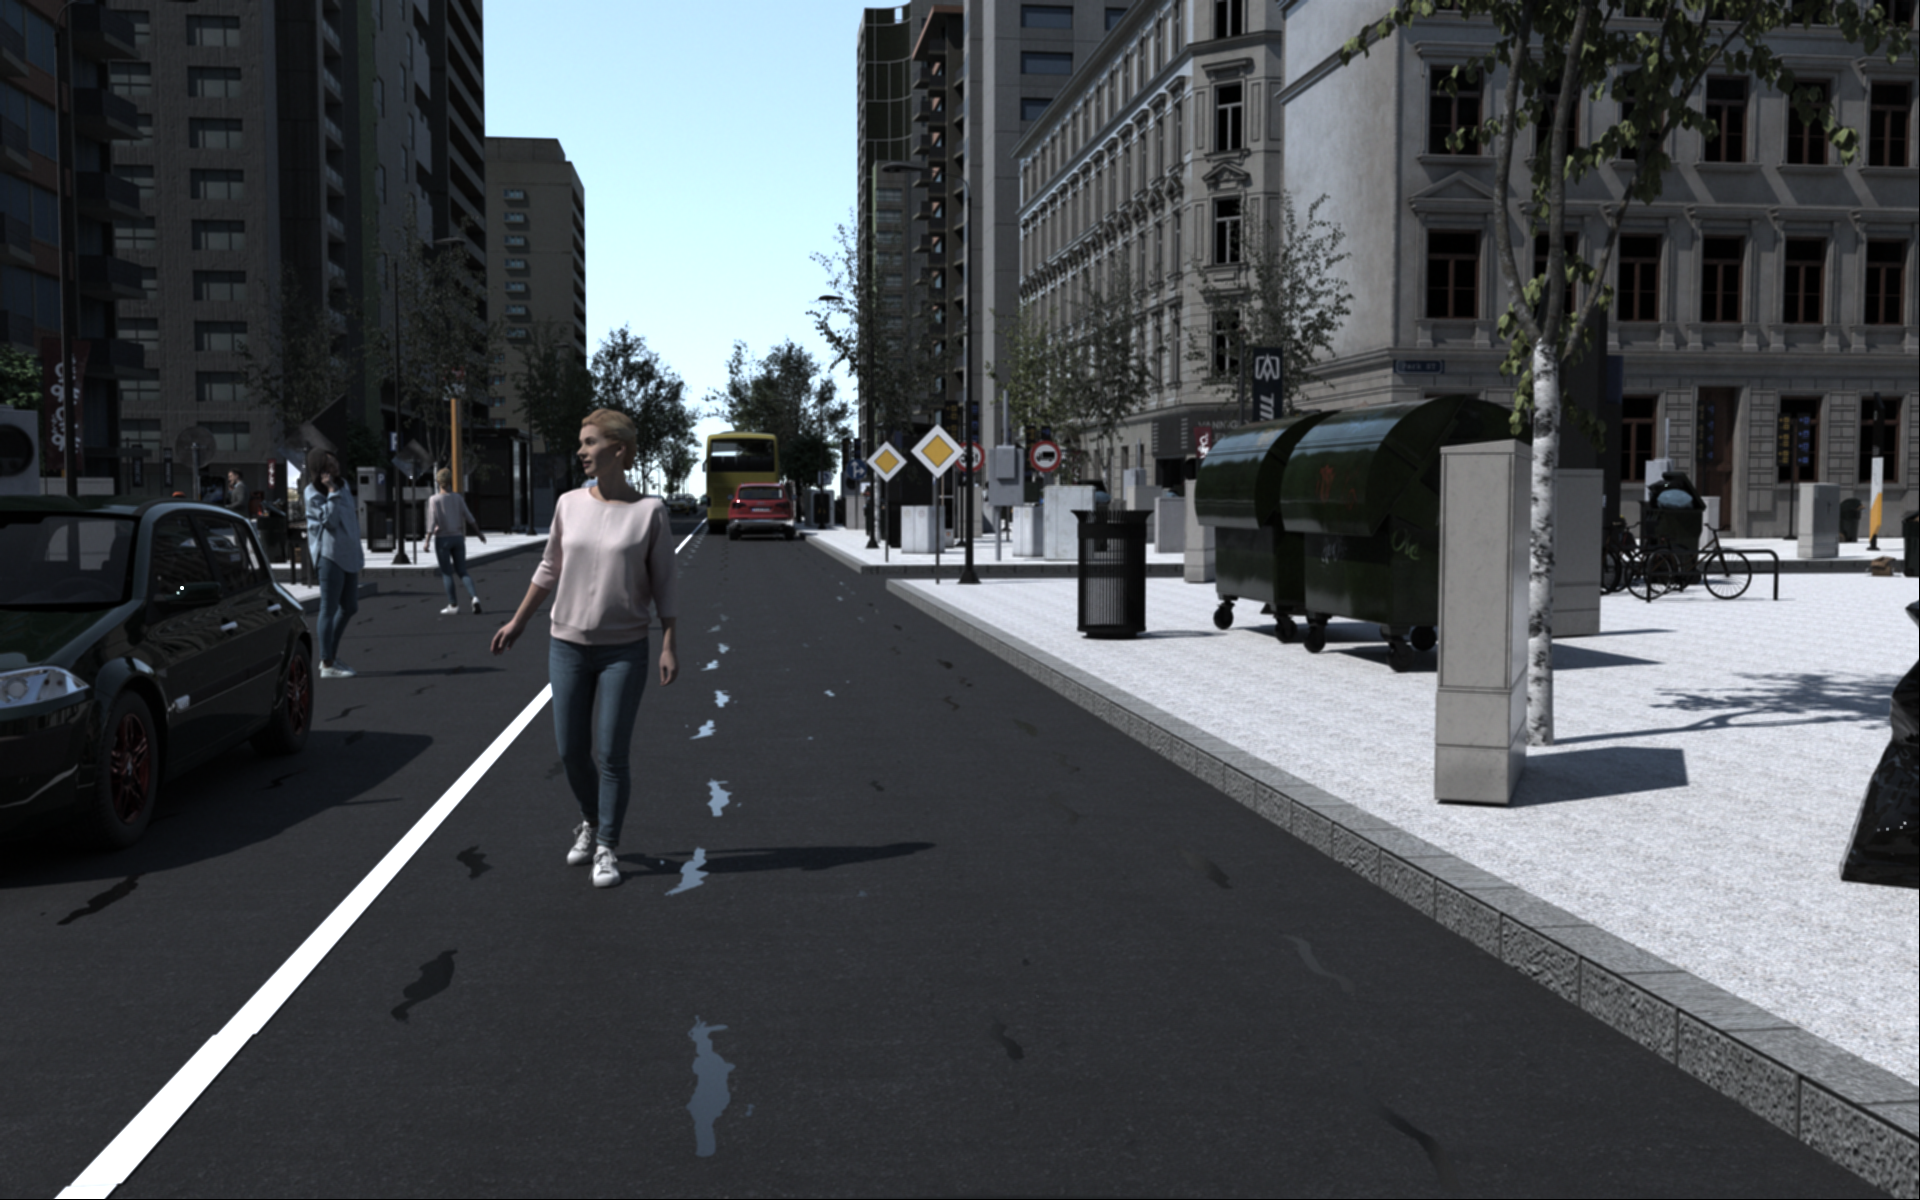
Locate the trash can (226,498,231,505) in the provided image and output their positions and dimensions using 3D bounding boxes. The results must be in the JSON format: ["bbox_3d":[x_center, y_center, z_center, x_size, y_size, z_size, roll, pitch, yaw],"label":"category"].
[{"bbox_3d":[-27.730,-3.278,65.253,0.748,1.137,0.748,0,3,0],"label":"trash can"}]

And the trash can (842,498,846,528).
[{"bbox_3d":[-4.153,-3.317,65.878,0.748,1.137,0.748,0,3,0],"label":"trash can"}]

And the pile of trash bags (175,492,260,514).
[{"bbox_3d":[-29.423,-3.664,69.665,1.912,1.369,3.447,1,4,17],"label":"pile of trash bags"}]

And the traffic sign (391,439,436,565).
[{"bbox_3d":[-9.899,-1.698,31.411,0.795,2.450,0.064,0,4,-8],"label":"traffic sign"}]

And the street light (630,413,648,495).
[{"bbox_3d":[-18.883,-7.771,99.598,1.470,5.913,1.316,0,4,-8],"label":"street light"}]

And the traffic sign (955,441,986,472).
[{"bbox_3d":[0.225,-2.523,41.353,0.768,2.556,0.104,0,4,-2],"label":"traffic sign"}]

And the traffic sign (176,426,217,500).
[{"bbox_3d":[-14.279,-1.974,32.387,0.768,2.556,0.104,0,4,2],"label":"traffic sign"}]

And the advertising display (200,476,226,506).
[{"bbox_3d":[-27.373,-3.563,63.475,0.974,1.923,0.123,1,4,12],"label":"advertising display"}]

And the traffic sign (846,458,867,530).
[{"bbox_3d":[-3.709,-3.791,62.087,0.768,2.556,0.104,0,4,-7],"label":"traffic sign"}]

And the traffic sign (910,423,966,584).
[{"bbox_3d":[-0.320,-1.282,24.610,0.795,2.450,0.064,0,4,-8],"label":"traffic sign"}]

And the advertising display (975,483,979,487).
[{"bbox_3d":[0.599,-5.593,96.659,0.974,1.923,0.123,0,4,2],"label":"advertising display"}]

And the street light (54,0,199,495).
[{"bbox_3d":[-7.659,-2.654,15.941,1.470,5.913,1.316,0,4,-8],"label":"street light"}]

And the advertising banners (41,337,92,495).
[{"bbox_3d":[-10.582,-1.394,18.984,2.074,3.025,0.090,-3,5,-43],"label":"advertising banners"}]

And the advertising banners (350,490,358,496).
[{"bbox_3d":[-22.170,-4.093,63.112,2.074,3.025,0.090,-2,4,-29],"label":"advertising banners"}]

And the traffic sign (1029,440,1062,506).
[{"bbox_3d":[1.998,-2.479,40.644,0.768,2.556,0.104,0,4,-7],"label":"traffic sign"}]

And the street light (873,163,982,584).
[{"bbox_3d":[-0.404,-3.181,24.544,1.470,5.913,1.316,0,4,-8],"label":"street light"}]

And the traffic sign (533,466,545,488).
[{"bbox_3d":[-19.400,-4.848,79.373,0.768,2.556,0.104,0,4,-2],"label":"traffic sign"}]

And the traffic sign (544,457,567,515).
[{"bbox_3d":[-13.854,-3.620,59.290,0.768,2.556,0.104,0,4,-7],"label":"traffic sign"}]

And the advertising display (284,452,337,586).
[{"bbox_3d":[-9.082,-1.164,24.253,0.974,1.923,0.123,2,4,32],"label":"advertising display"}]

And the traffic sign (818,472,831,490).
[{"bbox_3d":[-6.044,-4.609,77.480,0.606,2.300,0.079,0,4,-5],"label":"traffic sign"}]

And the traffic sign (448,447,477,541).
[{"bbox_3d":[-13.468,-2.865,46.949,0.768,2.556,0.104,0,4,-7],"label":"traffic sign"}]

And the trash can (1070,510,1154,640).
[{"bbox_3d":[1.355,-0.232,15.454,0.748,1.137,0.748,0,3,0],"label":"trash can"}]

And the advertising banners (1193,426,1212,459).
[{"bbox_3d":[6.911,-2.937,44.213,2.074,3.025,0.090,2,4,30],"label":"advertising banners"}]

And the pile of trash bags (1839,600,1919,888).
[{"bbox_3d":[4.397,0.290,5.006,1.912,1.369,3.447,-2,4,-29],"label":"pile of trash bags"}]

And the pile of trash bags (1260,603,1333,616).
[{"bbox_3d":[4.706,-0.598,19.535,1.912,1.369,3.447,2,4,28],"label":"pile of trash bags"}]

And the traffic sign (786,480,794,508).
[{"bbox_3d":[-8.910,-5.662,92.579,0.884,2.594,0.081,0,4,-7],"label":"traffic sign"}]

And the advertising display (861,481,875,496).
[{"bbox_3d":[-4.612,-5.065,88.031,0.974,1.923,0.123,1,4,13],"label":"advertising display"}]

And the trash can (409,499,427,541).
[{"bbox_3d":[-14.947,-2.185,47.377,0.748,1.137,0.748,0,3,0],"label":"trash can"}]

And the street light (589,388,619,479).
[{"bbox_3d":[-15.686,-6.337,76.152,1.470,5.913,1.316,0,4,-8],"label":"street light"}]

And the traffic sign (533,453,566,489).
[{"bbox_3d":[-20.571,-5.604,85.499,2.265,3.308,0.079,0,3,0],"label":"traffic sign"}]

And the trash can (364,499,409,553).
[{"bbox_3d":[-12.723,-1.616,38.082,0.748,1.137,0.748,0,3,0],"label":"trash can"}]

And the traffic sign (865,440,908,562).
[{"bbox_3d":[-1.377,-1.767,32.525,0.795,2.450,0.064,0,4,-8],"label":"traffic sign"}]

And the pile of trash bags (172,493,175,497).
[{"bbox_3d":[-34.192,-4.236,79.007,3.447,1.369,1.912,0,4,-2],"label":"pile of trash bags"}]

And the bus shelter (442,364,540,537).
[{"bbox_3d":[-15.222,-4.805,56.193,2.179,5.291,8.768,0,4,-8],"label":"bus shelter"}]

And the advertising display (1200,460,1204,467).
[{"bbox_3d":[4.881,-1.710,33.170,0.123,1.923,0.974,3,4,38],"label":"advertising display"}]

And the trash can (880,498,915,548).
[{"bbox_3d":[-1.437,-1.812,41.284,0.748,1.137,0.748,0,3,0],"label":"trash can"}]

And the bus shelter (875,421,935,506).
[{"bbox_3d":[-1.853,-4.055,57.576,1.731,3.624,6.357,0,4,-8],"label":"bus shelter"}]

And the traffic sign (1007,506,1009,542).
[{"bbox_3d":[1.291,-2.727,46.716,0.606,2.300,0.079,0,4,-7],"label":"traffic sign"}]

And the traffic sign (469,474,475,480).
[{"bbox_3d":[-17.890,-3.914,64.103,0.768,2.556,0.104,0,4,-1],"label":"traffic sign"}]

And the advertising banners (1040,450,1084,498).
[{"bbox_3d":[3.930,-4.395,68.052,2.074,3.025,0.090,-1,4,-21],"label":"advertising banners"}]

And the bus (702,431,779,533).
[{"bbox_3d":[-8.454,-4.585,66.512,2.896,3.916,12.252,-1,4,-8],"label":"bus"}]

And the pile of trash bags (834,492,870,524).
[{"bbox_3d":[-4.584,-4.017,75.425,1.912,1.369,3.447,1,4,20],"label":"pile of trash bags"}]

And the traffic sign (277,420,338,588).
[{"bbox_3d":[-8.841,-1.214,23.496,0.795,2.450,0.064,0,4,-8],"label":"traffic sign"}]

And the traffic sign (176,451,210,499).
[{"bbox_3d":[-15.103,-2.086,34.210,0.768,2.556,0.104,0,4,1],"label":"traffic sign"}]

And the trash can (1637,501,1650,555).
[{"bbox_3d":[14.761,-1.536,36.767,0.748,1.137,0.748,0,3,0],"label":"trash can"}]
